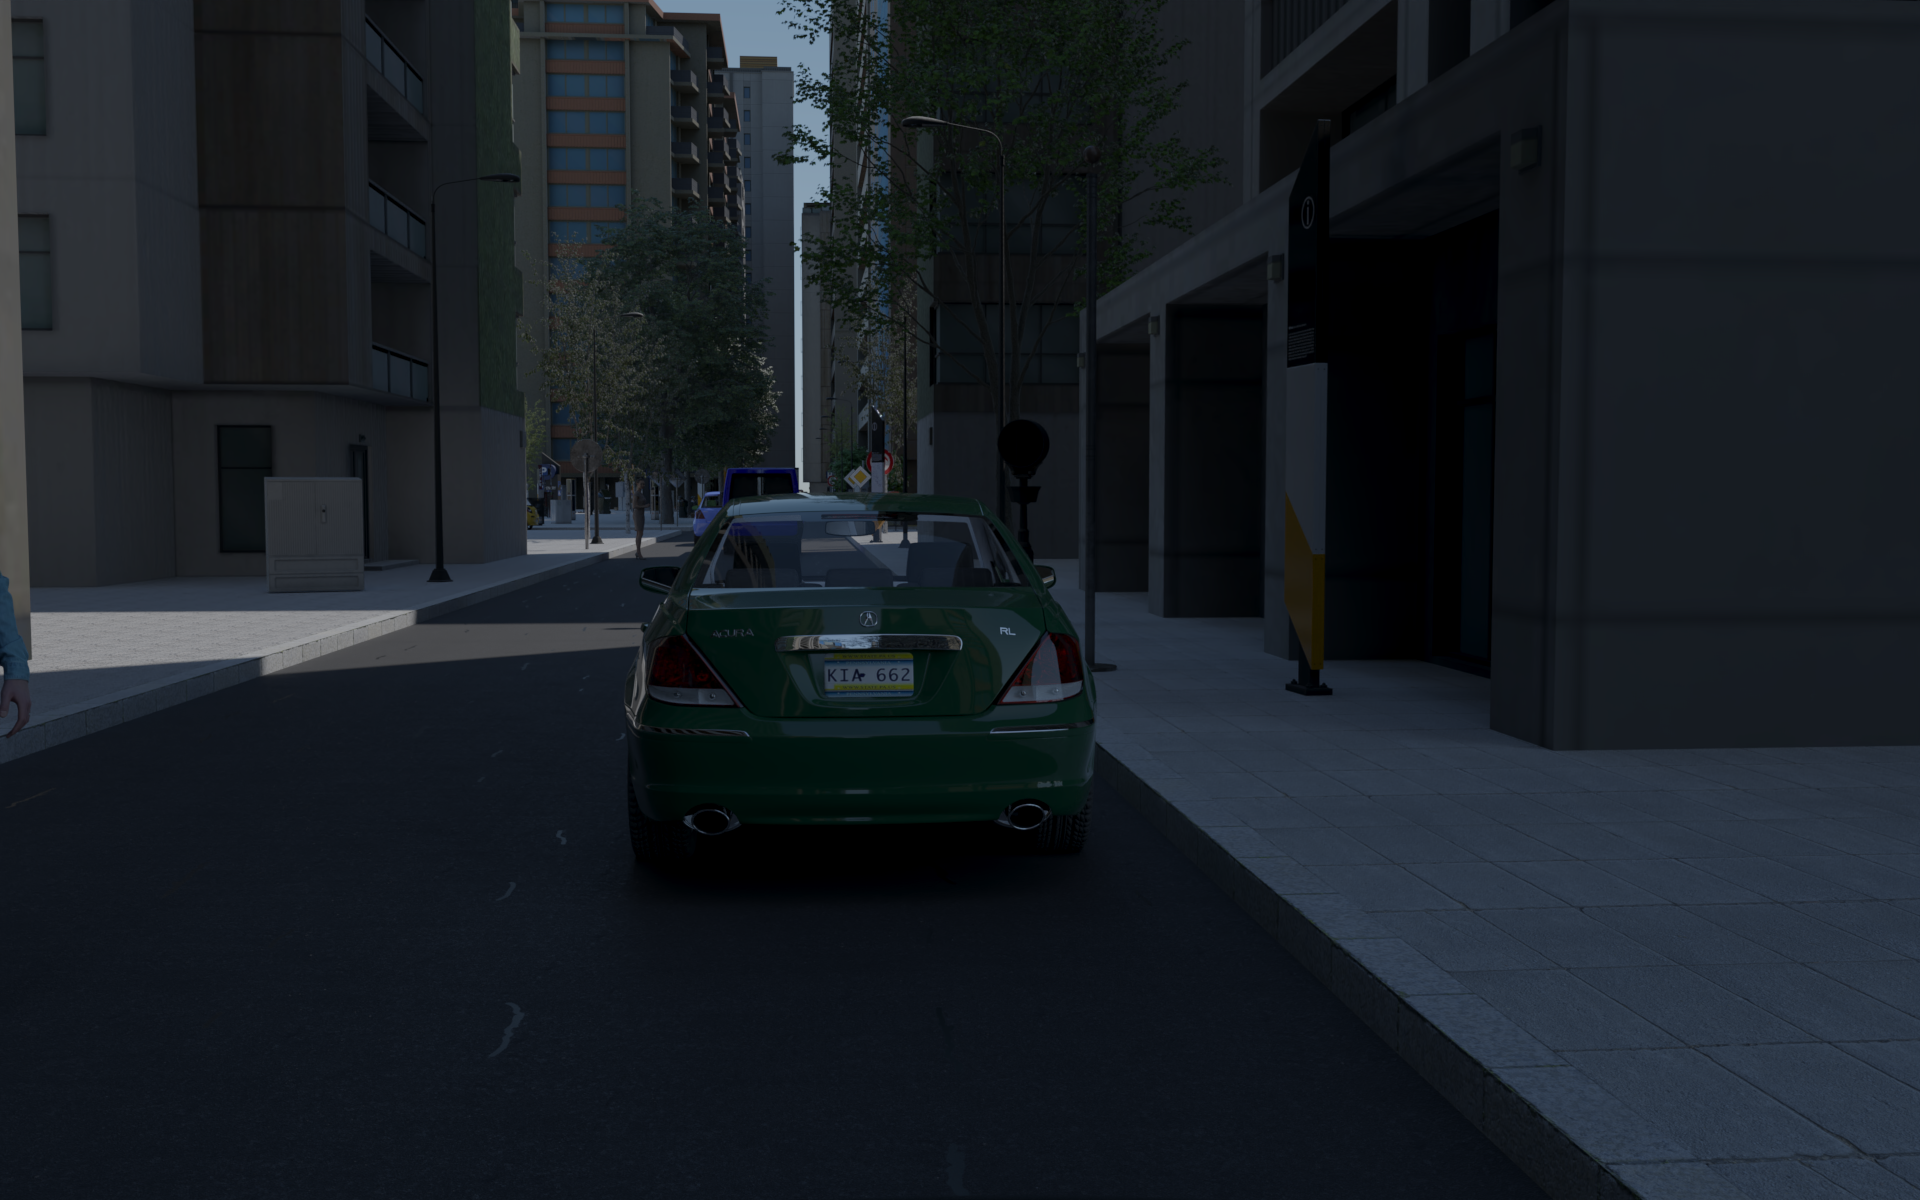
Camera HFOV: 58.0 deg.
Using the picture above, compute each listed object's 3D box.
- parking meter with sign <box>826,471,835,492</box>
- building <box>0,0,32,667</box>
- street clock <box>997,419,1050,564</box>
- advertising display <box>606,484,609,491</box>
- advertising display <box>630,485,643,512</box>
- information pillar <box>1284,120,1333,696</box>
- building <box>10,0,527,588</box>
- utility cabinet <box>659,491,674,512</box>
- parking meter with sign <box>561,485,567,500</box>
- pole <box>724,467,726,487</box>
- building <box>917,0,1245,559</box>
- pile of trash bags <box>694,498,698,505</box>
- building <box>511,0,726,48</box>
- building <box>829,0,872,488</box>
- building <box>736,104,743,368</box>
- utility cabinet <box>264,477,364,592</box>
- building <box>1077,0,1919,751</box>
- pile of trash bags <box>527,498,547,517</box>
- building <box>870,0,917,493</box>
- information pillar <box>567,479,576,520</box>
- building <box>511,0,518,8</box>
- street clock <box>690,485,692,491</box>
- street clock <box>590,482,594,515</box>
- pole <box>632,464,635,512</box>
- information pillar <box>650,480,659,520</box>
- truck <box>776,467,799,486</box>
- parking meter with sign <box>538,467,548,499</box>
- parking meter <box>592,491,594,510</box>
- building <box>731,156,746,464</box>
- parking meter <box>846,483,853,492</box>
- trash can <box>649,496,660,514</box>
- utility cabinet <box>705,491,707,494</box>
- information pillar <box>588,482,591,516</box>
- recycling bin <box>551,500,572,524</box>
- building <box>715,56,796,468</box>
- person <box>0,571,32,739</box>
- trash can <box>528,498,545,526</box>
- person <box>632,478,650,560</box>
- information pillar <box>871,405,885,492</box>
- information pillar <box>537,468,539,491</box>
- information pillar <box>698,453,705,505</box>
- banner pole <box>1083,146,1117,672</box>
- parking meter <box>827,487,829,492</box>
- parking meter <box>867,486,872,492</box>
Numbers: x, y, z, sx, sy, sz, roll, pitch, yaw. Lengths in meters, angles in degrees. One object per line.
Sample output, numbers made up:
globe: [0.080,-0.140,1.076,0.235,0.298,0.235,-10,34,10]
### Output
parking meter with sign: [-9.678,-8.340,132.626,0.543,3.016,1.738,-2,4,-26]
building: [-16.825,-23.047,0.516,21.300,48.544,21.600,0,4,-5]
street clock: [0.618,-0.753,16.878,0.471,2.002,0.358,1,4,16]
advertising display: [-23.188,-6.649,113.930,0.123,1.923,0.974,0,4,-8]
advertising display: [-23.636,-7.431,126.714,0.974,1.923,0.123,1,4,14]
information pillar: [2.236,-1.211,11.154,0.183,3.616,0.504,-1,4,-11]
building: [-15.587,-21.079,28.237,14.154,41.232,14.086,0,4,-5]
utility cabinet: [-18.980,-6.294,111.579,0.318,1.500,1.173,3,5,39]
parking meter with sign: [-32.472,-8.885,141.525,0.543,3.016,1.738,1,4,16]
pole: [-15.766,-7.494,116.365,0.158,3.312,0.155,0,3,0]
building: [5.846,-16.442,40.526,14.160,30.474,14.107,0,4,-5]
pile of trash bags: [-18.706,-7.437,131.352,1.912,1.369,3.447,3,5,42]
building: [-32.023,-30.651,155.775,22.147,44.769,28.867,0,4,-5]
building: [-0.884,-32.591,156.571,21.300,48.544,21.600,0,4,-5]
building: [-34.559,-32.426,184.797,22.147,44.769,28.867,0,4,-5]
utility cabinet: [-8.437,-0.854,22.648,1.173,1.500,0.318,-2,4,-27]
building: [12.705,-35.086,11.916,20.563,71.187,20.611,0,4,-5]
pile of trash bags: [-24.993,-5.388,97.840,1.912,1.369,3.447,2,4,33]
building: [2.339,-27.131,93.699,14.600,45.320,14.200,0,4,-5]
information pillar: [-18.934,-4.884,84.341,0.304,2.012,0.304,2,4,30]
building: [-60.976,-48.598,232.828,20.611,71.187,20.563,0,4,-5]
street clock: [-21.156,-7.980,135.042,0.471,2.002,0.358,-2,4,-28]
street clock: [-22.458,-6.166,105.391,0.358,2.002,0.471,0,4,-7]
pole: [-22.188,-7.582,117.805,0.158,3.312,0.155,0,3,0]
information pillar: [-15.011,-4.938,85.220,0.304,2.012,0.304,3,4,37]
truck: [-18.745,-12.128,187.205,2.839,4.237,11.283,0,4,-7]
parking meter with sign: [-26.579,-6.958,110.022,0.543,3.016,1.738,0,4,-4]
parking meter: [-26.572,-7.120,124.827,0.372,1.533,0.369,0,3,0]
building: [-32.966,-32.158,209.384,14.086,41.232,14.154,0,4,-5]
parking meter: [-5.031,-4.499,79.265,0.399,1.863,0.255,0,4,-1]
trash can: [-18.875,-5.843,107.181,0.748,1.137,0.748,0,3,0]
utility cabinet: [-18.304,-7.049,123.935,0.318,1.500,1.173,-1,4,-13]
information pillar: [-21.976,-5.979,102.255,0.304,2.012,0.304,-1,4,-13]
recycling bin: [-17.293,-3.824,75.077,0.722,1.027,0.722,-2,4,-31]
building: [-36.596,-42.432,235.765,28.212,58.520,21.231,0,4,-5]
person: [-2.804,0.233,4.547,0.638,1.841,0.748,-3,4,-38]
trash can: [-17.189,-3.587,70.307,0.748,1.137,0.748,0,3,0]
person: [-7.010,-1.788,38.076,0.374,1.781,0.599,0,4,5]
information pillar: [-2.165,-3.322,45.661,0.183,3.616,0.504,-3,5,-40]
information pillar: [-33.401,-8.952,137.724,0.504,3.616,0.183,2,4,35]
information pillar: [-13.292,-5.975,89.041,0.504,3.616,0.183,3,5,42]
banner pole: [0.976,-1.393,12.787,0.401,3.779,0.863,0,4,7]
parking meter: [-10.171,-7.867,134.333,0.255,1.863,0.399,-1,4,-9]
parking meter: [-2.743,-2.816,54.460,0.372,1.533,0.369,0,3,0]
